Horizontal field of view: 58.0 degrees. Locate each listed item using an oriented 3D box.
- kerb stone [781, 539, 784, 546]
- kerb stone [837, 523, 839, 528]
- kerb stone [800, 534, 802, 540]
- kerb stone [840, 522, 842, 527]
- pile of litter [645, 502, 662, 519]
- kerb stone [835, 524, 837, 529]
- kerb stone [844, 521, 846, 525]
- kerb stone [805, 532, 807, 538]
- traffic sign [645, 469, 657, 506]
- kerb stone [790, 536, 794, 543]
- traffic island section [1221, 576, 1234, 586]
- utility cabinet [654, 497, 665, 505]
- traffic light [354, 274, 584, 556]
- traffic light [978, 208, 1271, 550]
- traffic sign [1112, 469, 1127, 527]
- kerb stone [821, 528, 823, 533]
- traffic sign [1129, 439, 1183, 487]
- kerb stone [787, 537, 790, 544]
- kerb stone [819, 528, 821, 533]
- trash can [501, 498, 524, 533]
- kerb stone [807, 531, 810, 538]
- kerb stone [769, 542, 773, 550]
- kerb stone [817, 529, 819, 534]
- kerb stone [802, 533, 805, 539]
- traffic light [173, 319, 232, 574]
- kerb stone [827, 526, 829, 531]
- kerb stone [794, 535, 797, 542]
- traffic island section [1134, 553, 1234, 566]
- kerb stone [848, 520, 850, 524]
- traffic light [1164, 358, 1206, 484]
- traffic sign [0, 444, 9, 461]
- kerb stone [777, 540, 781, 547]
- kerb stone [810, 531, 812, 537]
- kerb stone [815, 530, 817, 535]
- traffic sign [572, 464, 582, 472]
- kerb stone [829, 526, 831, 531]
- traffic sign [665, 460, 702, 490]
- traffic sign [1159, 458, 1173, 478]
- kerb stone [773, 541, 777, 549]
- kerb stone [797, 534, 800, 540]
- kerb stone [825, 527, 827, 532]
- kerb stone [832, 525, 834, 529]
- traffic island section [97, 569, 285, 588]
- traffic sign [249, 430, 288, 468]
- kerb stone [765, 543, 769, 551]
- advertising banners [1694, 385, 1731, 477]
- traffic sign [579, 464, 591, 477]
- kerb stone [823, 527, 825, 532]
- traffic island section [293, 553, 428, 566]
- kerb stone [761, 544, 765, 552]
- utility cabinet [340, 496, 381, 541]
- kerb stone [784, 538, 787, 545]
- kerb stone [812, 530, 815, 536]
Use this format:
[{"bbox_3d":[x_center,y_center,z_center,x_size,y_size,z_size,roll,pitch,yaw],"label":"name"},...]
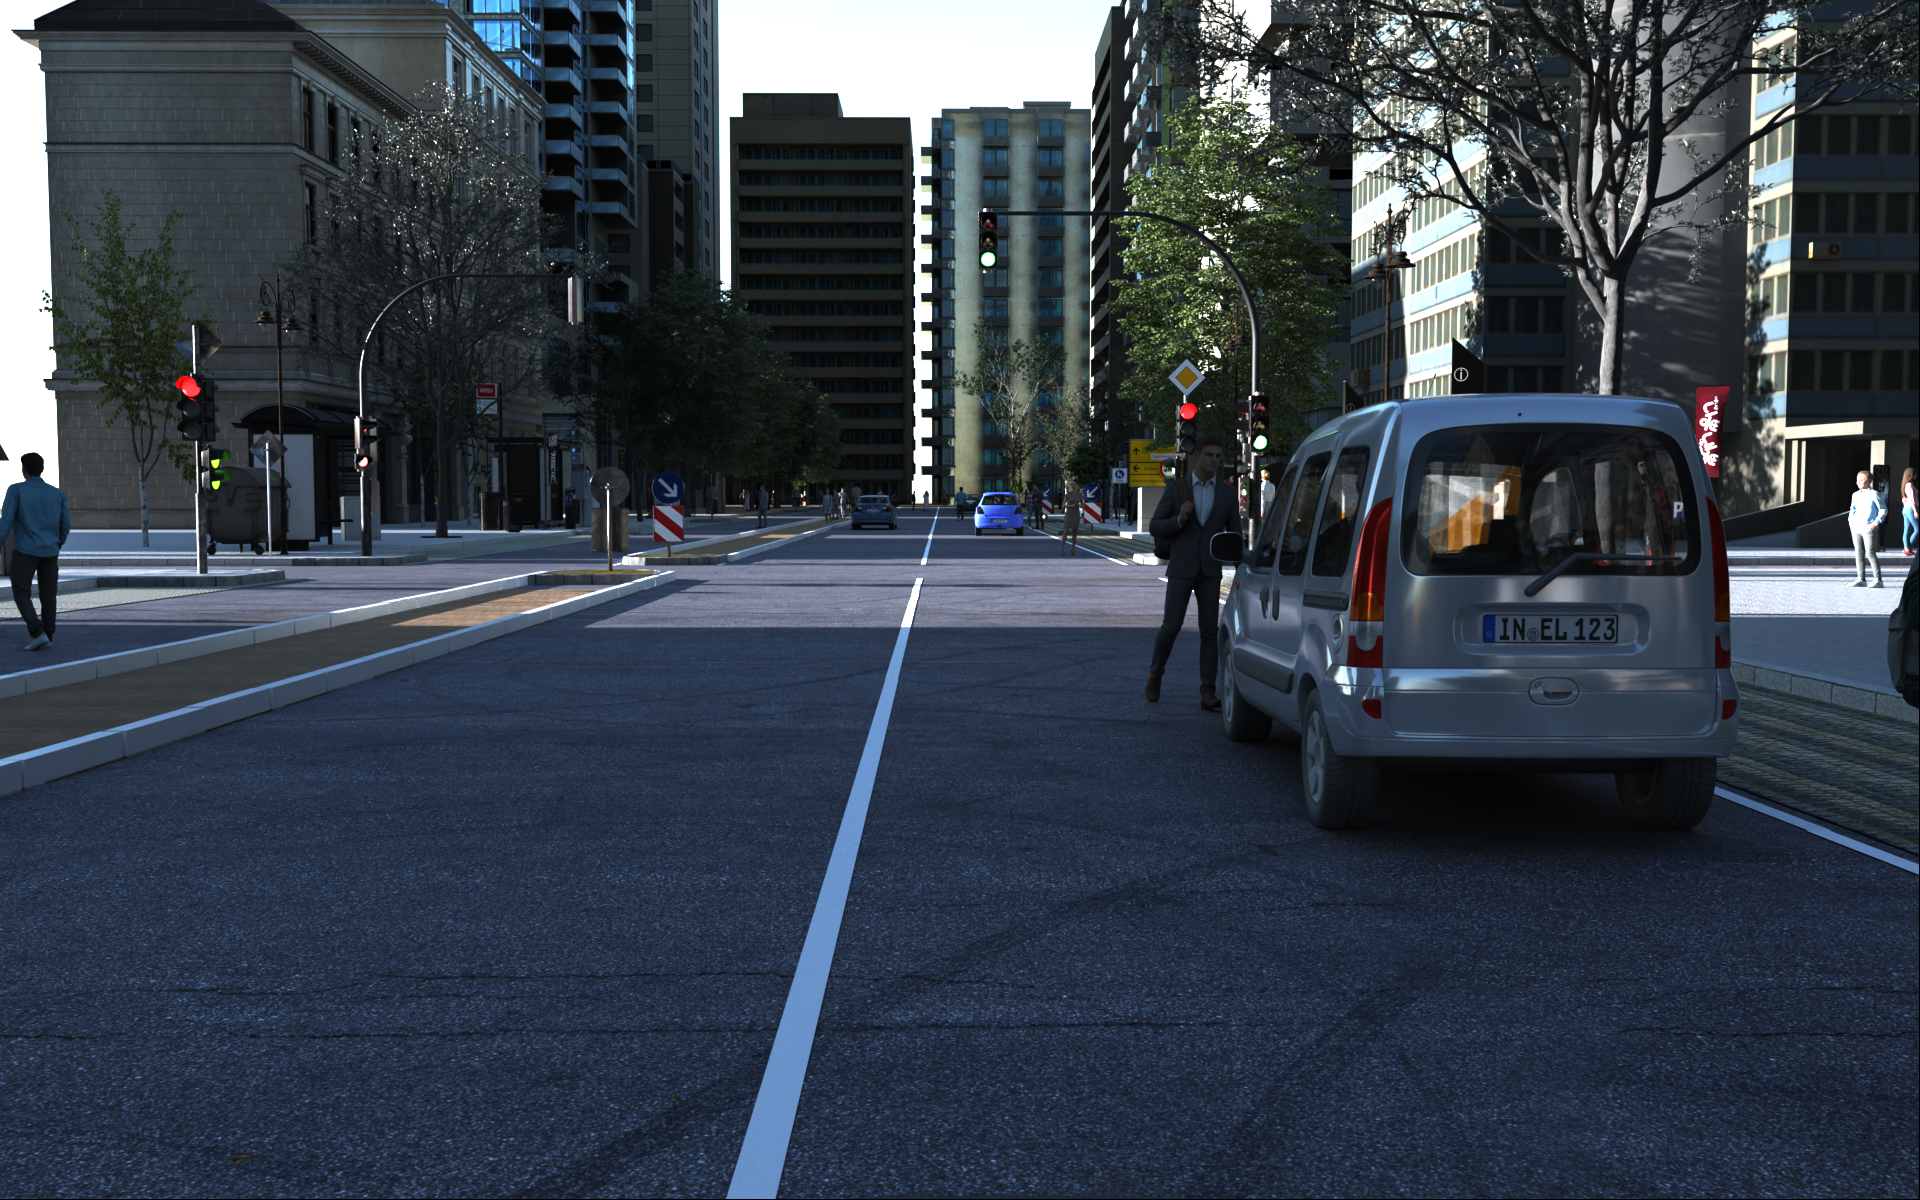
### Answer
[{"bbox_3d":[-4.977,-1.536,47.303,0.120,0.150,1.000,0,4,-1],"label":"kerb stone"},{"bbox_3d":[-5.232,-3.038,71.894,0.120,0.150,1.000,0,4,-1],"label":"kerb stone"},{"bbox_3d":[-5.048,-1.912,53.461,0.120,0.150,1.000,0,4,-1],"label":"kerb stone"},{"bbox_3d":[-5.254,-3.165,73.957,0.120,0.150,1.000,0,4,-1],"label":"kerb stone"},{"bbox_3d":[-15.896,-4.660,90.150,1.176,0.858,1.719,1,4,14],"label":"pile of litter"},{"bbox_3d":[-5.223,-2.973,70.872,0.120,0.150,1.000,0,4,-1],"label":"kerb stone"},{"bbox_3d":[-5.289,-3.350,77.026,0.120,0.150,1.000,0,4,-1],"label":"kerb stone"},{"bbox_3d":[-5.071,-2.038,55.512,0.120,0.150,1.000,0,4,-1],"label":"kerb stone"},{"bbox_3d":[-15.584,-5.389,88.108,0.884,2.594,0.081,0,4,5],"label":"traffic sign"},{"bbox_3d":[-5.016,-1.720,50.376,0.120,0.150,1.000,0,4,-1],"label":"kerb stone"},{"bbox_3d":[4.795,-0.358,28.137,2.009,0.180,2.903,0,4,-1],"label":"traffic island section"},{"bbox_3d":[-16.160,-5.261,94.700,1.173,1.500,0.318,-1,4,-13],"label":"utility cabinet"},{"bbox_3d":[-10.196,-3.744,35.875,4.771,5.953,1.251,0,4,-1],"label":"traffic light"},{"bbox_3d":[2.664,-3.253,27.860,4.771,5.953,1.251,0,4,-1],"label":"traffic light"},{"bbox_3d":[6.263,-4.029,68.008,0.606,2.300,0.079,0,4,2],"label":"traffic sign"},{"bbox_3d":[-5.142,-2.470,62.674,0.120,0.150,1.000,0,4,-1],"label":"kerb stone"},{"bbox_3d":[7.346,-4.273,63.744,2.265,3.308,0.079,0,4,6],"label":"traffic sign"},{"bbox_3d":[-5.007,-1.661,49.349,0.120,0.150,1.000,0,4,-1],"label":"kerb stone"},{"bbox_3d":[-5.128,-2.410,61.651,0.120,0.150,1.000,0,4,-1],"label":"kerb stone"},{"bbox_3d":[-14.962,-2.831,57.936,0.748,1.137,0.748,0,3,0],"label":"trash can"},{"bbox_3d":[-5.084,-2.100,56.534,0.120,0.150,1.000,0,4,-1],"label":"kerb stone"},{"bbox_3d":[-4.949,-1.348,44.230,0.120,0.150,1.000,0,4,-1],"label":"kerb stone"},{"bbox_3d":[-5.114,-2.343,60.629,0.120,0.150,1.000,0,4,-1],"label":"kerb stone"},{"bbox_3d":[-5.053,-1.975,54.490,0.120,0.150,1.000,0,4,-1],"label":"kerb stone"},{"bbox_3d":[-12.206,-2.380,27.834,0.839,4.253,0.868,0,4,-1],"label":"traffic light"},{"bbox_3d":[-5.166,-2.661,65.752,0.120,0.150,1.000,0,4,-1],"label":"kerb stone"},{"bbox_3d":[-5.029,-1.786,51.401,0.120,0.150,1.000,0,4,-1],"label":"kerb stone"},{"bbox_3d":[4.713,-0.847,36.122,2.009,0.180,2.903,0,4,-1],"label":"traffic island section"},{"bbox_3d":[-5.313,-3.542,80.100,0.120,0.150,1.000,0,4,-1],"label":"kerb stone"},{"bbox_3d":[4.673,-2.880,36.007,0.839,4.253,0.868,0,4,-1],"label":"traffic light"},{"bbox_3d":[-15.678,-1.701,27.815,0.884,2.594,0.081,0,4,8],"label":"traffic sign"},{"bbox_3d":[-4.965,-1.473,46.280,0.120,0.150,1.000,0,4,-1],"label":"kerb stone"},{"bbox_3d":[-5.093,-2.163,57.557,0.120,0.150,1.000,0,4,-1],"label":"kerb stone"},{"bbox_3d":[-5.112,-2.286,59.606,0.120,0.150,1.000,0,4,-1],"label":"kerb stone"},{"bbox_3d":[-16.250,-4.450,72.867,0.768,2.556,0.104,0,4,8],"label":"traffic sign"},{"bbox_3d":[-5.182,-2.727,66.774,0.120,0.150,1.000,0,4,-1],"label":"kerb stone"},{"bbox_3d":[-16.587,-6.729,103.894,2.265,3.308,0.079,0,4,7],"label":"traffic sign"},{"bbox_3d":[7.423,-3.741,61.272,0.768,2.556,0.104,0,4,5],"label":"traffic sign"},{"bbox_3d":[-4.952,-1.408,45.254,0.120,0.150,1.000,0,4,-1],"label":"kerb stone"},{"bbox_3d":[-5.034,-1.848,52.439,0.120,0.150,1.000,0,4,-1],"label":"kerb stone"},{"bbox_3d":[-5.163,-2.601,64.718,0.120,0.150,1.000,0,4,-1],"label":"kerb stone"},{"bbox_3d":[-5.202,-2.852,68.822,0.120,0.150,1.000,0,4,-1],"label":"kerb stone"},{"bbox_3d":[-12.246,-0.348,27.969,2.009,0.180,2.903,0,4,-1],"label":"traffic island section"},{"bbox_3d":[-14.189,-2.190,35.540,0.795,2.593,0.064,0,4,1],"label":"traffic sign"},{"bbox_3d":[-4.929,-1.285,43.208,0.120,0.150,1.000,0,4,-1],"label":"kerb stone"},{"bbox_3d":[11.461,-1.969,28.379,2.074,3.025,0.090,2,4,32],"label":"advertising banners"},{"bbox_3d":[-16.011,-4.484,73.421,0.768,2.556,0.104,0,4,4],"label":"traffic sign"},{"bbox_3d":[-5.151,-2.537,63.696,0.120,0.150,1.000,0,4,-1],"label":"kerb stone"},{"bbox_3d":[-12.327,-0.836,35.953,2.009,0.180,2.903,0,4,-1],"label":"traffic island section"},{"bbox_3d":[-4.931,-1.223,42.185,0.120,0.150,1.000,0,4,-1],"label":"kerb stone"},{"bbox_3d":[-16.563,-2.245,47.865,1.020,1.237,0.306,-3,5,-42],"label":"utility cabinet"},{"bbox_3d":[-4.995,-1.598,48.325,0.120,0.150,1.000,0,4,-1],"label":"kerb stone"},{"bbox_3d":[-5.098,-2.225,58.581,0.120,0.150,1.000,0,4,-1],"label":"kerb stone"}]
